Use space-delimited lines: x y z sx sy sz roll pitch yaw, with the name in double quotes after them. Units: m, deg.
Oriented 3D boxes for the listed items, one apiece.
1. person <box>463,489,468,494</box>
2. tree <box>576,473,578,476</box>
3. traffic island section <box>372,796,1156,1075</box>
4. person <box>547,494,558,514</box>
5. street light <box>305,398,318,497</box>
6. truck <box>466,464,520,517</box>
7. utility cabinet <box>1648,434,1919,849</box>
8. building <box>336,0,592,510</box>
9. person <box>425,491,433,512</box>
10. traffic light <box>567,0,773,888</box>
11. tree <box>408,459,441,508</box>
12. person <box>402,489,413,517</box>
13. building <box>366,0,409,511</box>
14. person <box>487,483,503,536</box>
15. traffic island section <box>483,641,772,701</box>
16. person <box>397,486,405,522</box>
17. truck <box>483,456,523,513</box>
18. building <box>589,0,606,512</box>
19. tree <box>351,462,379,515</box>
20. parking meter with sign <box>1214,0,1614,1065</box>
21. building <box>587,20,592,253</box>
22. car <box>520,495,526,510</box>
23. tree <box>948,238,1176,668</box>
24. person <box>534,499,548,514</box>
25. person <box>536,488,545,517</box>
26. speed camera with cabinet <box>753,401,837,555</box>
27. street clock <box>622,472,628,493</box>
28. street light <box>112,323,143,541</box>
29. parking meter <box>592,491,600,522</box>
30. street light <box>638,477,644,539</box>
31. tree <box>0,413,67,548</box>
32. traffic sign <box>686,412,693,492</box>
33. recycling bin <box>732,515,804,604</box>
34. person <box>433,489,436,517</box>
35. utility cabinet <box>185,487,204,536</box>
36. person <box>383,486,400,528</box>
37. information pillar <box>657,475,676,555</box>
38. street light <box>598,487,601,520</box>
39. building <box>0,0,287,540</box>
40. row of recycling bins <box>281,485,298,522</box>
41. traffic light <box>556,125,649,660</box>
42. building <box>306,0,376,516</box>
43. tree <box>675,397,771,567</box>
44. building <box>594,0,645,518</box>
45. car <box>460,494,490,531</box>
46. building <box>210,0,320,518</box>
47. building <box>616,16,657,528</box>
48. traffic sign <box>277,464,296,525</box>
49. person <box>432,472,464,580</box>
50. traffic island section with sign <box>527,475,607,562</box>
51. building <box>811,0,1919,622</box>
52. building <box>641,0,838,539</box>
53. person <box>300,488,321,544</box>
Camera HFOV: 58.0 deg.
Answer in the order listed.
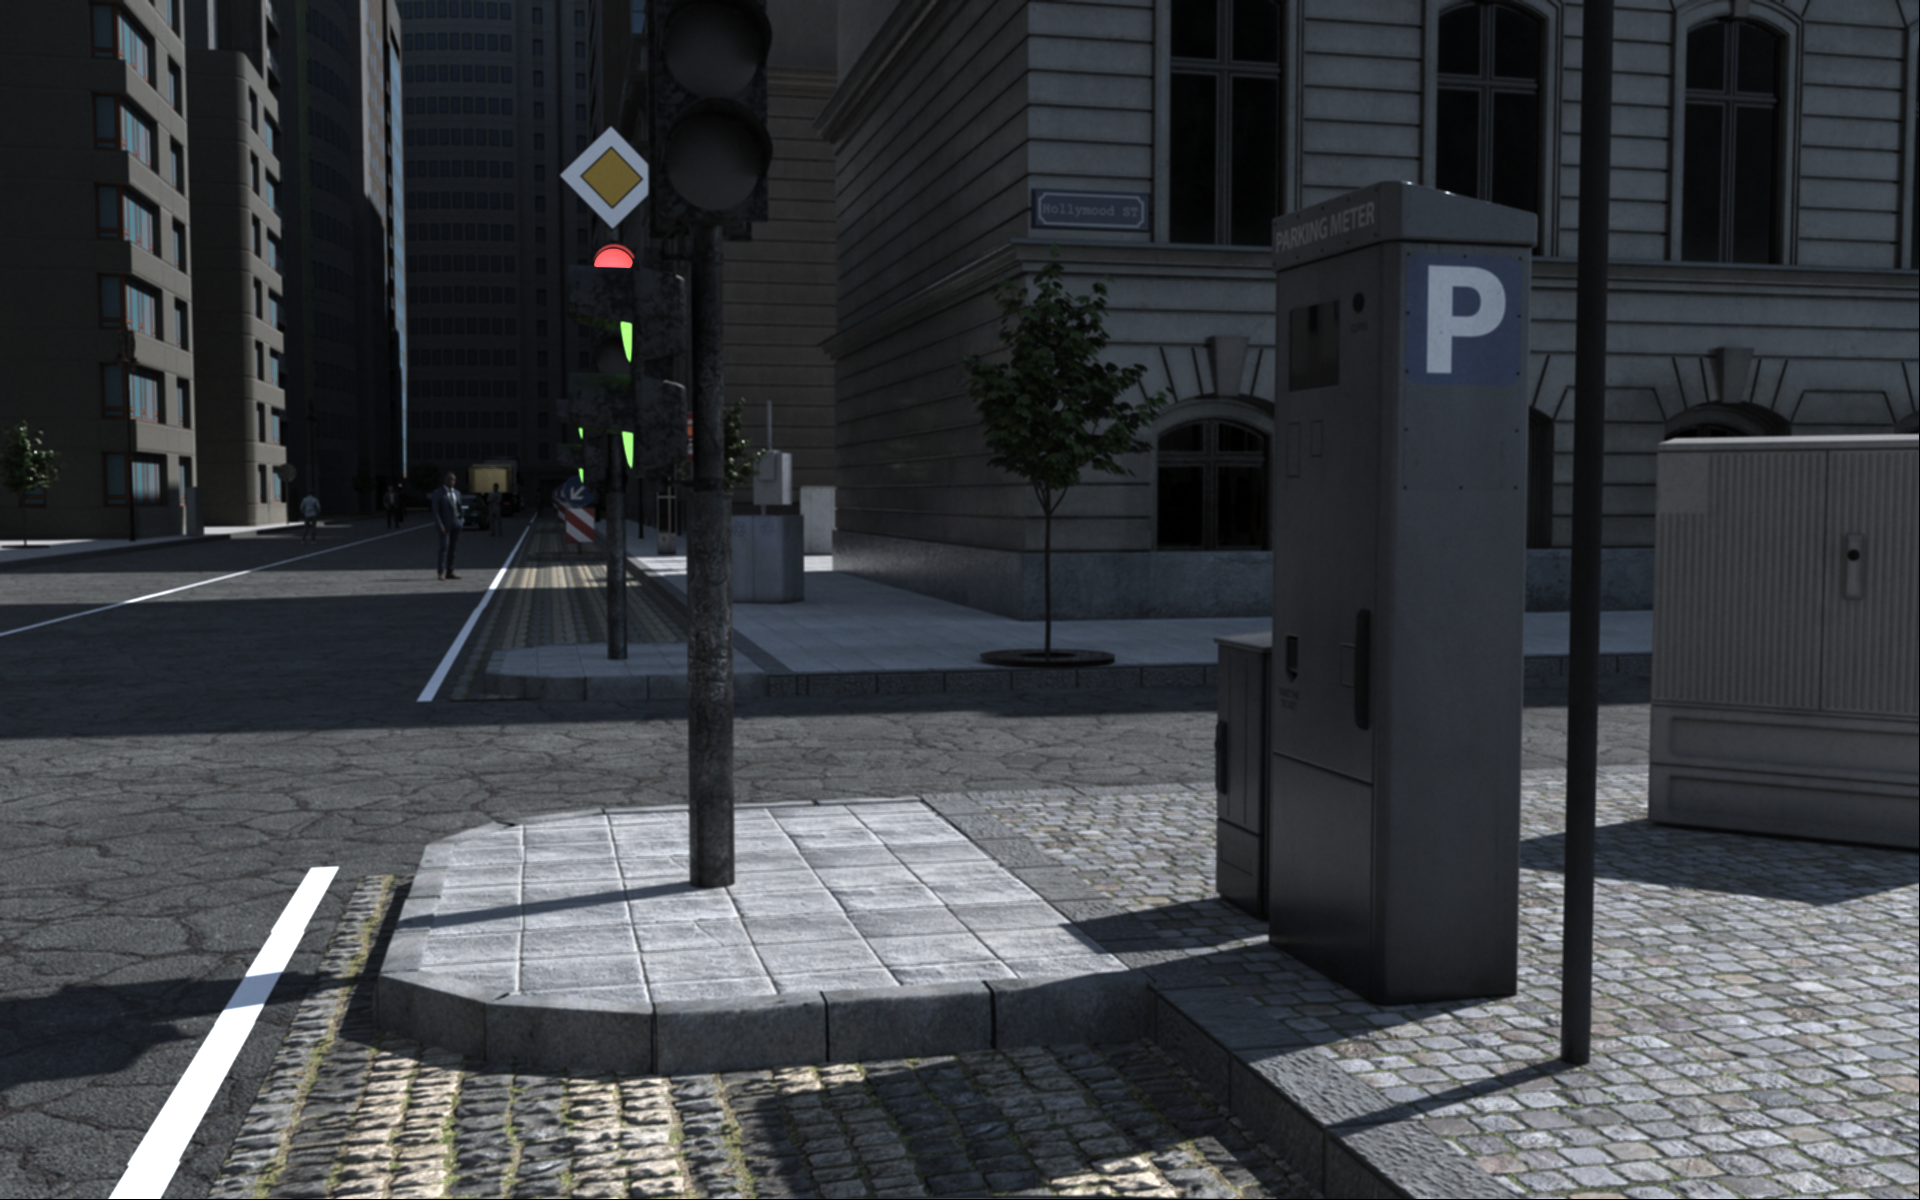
-40.061 -8.053 140.263 1.348 1.812 0.705 0 4 -1 "person"
-34.960 -10.014 158.328 1.663 3.219 1.824 0 3 0 "tree"
-0.794 1.013 5.712 2.009 0.180 2.903 -1 4 -13 "traffic island section"
-29.172 -6.894 124.400 0.628 1.438 0.799 2 4 30 "person"
-31.130 -6.758 83.280 0.468 5.910 1.993 -1 4 -13 "street light"
-29.918 -7.025 110.777 3.469 3.379 9.791 -1 4 -14 "truck"
3.212 0.138 6.415 1.173 1.500 0.318 2 4 34 "utility cabinet"
-47.009 -38.845 177.109 28.212 58.520 21.231 -1 4 -13 "building"
-41.949 -7.799 136.945 0.756 1.711 0.436 -3 4 -36 "person"
-0.835 -1.019 5.588 0.839 4.253 0.868 -1 4 -13 "traffic light"
-49.263 -10.744 159.375 4.285 4.588 4.351 0 3 0 "tree"
-35.078 -6.117 109.038 1.217 1.766 0.721 -1 4 -11 "person"
-54.986 -30.371 146.677 14.200 45.320 14.600 -1 4 -13 "building"
-15.870 -3.083 59.083 0.511 1.800 0.466 0 4 -7 "person"
-2.642 0.538 13.481 2.009 0.180 2.903 -1 4 -13 "traffic island section"
-28.393 -4.846 87.688 0.705 1.831 1.348 0 4 6 "person"
-35.453 -8.900 134.431 2.839 4.237 11.283 -1 4 -13 "truck"
-18.134 -31.428 137.546 21.300 48.544 21.600 -1 4 -13 "building"
-36.361 -6.807 105.900 1.663 3.219 1.824 0 3 0 "tree"
1.177 -0.512 4.626 0.543 3.016 1.738 -1 4 -15 "parking meter with sign"
-25.892 -28.814 154.703 14.154 41.232 14.086 -1 4 -13 "building"
-39.945 -8.735 155.184 2.083 1.381 4.827 -1 4 -15 "car"
0.808 -1.137 13.189 1.663 3.219 1.824 0 3 0 "tree"
-30.604 -7.007 126.323 1.065 1.426 0.557 -1 4 -10 "person"
-26.632 -6.189 109.698 0.705 1.824 1.348 -2 4 -32 "person"
-3.329 -2.590 36.684 2.038 3.252 0.660 1 4 17 "speed camera with cabinet"
-10.991 -3.152 56.103 0.358 2.002 0.471 2 4 30 "street clock"
-22.572 -4.543 47.071 0.468 5.910 1.993 -1 4 -13 "street light"
-16.741 -4.354 79.591 0.372 1.533 0.369 0 3 0 "parking meter"
-9.200 -4.710 49.798 0.468 5.910 1.993 -1 4 -13 "street light"
-22.306 -2.855 41.283 1.663 3.219 1.824 0 3 0 "tree"
-4.170 -1.647 27.032 0.768 2.556 0.104 -1 4 -9 "traffic sign"
-2.310 -0.492 20.606 0.722 1.027 0.722 1 4 17 "recycling bin"
-32.669 -6.080 108.437 0.750 1.759 0.617 1 4 10 "person"
-23.314 -2.694 52.733 0.318 1.500 1.173 -1 4 -14 "utility cabinet"
-23.833 -3.903 72.712 0.661 1.777 0.834 -3 5 -40 "person"
-6.213 -1.968 36.662 0.304 2.012 0.304 1 4 16 "information pillar"
-17.912 -6.911 85.783 0.468 5.910 1.993 -1 4 -13 "street light"
-40.119 -13.112 59.423 27.650 21.520 28.899 -1 4 -13 "building"
-31.853 -4.362 78.437 3.534 1.692 1.069 -1 4 -16 "row of recycling bins"
-2.684 -1.495 13.357 0.839 4.253 0.868 -1 4 -13 "traffic light"
-49.211 -34.590 107.544 21.231 58.520 28.212 -1 4 -13 "building"
-4.048 -2.145 29.669 1.663 3.219 1.824 0 3 0 "tree"
-13.546 -27.441 98.771 14.600 45.320 14.200 -1 4 -13 "building"
-19.804 -3.511 69.202 2.131 1.459 4.920 -1 4 -12 "car"
-41.383 -24.748 88.231 14.154 41.232 14.086 -1 4 -13 "building"
-8.451 -14.375 76.830 13.314 21.916 24.055 -1 4 -13 "building"
-28.194 -4.431 72.555 0.768 2.556 0.104 -1 4 -10 "traffic sign"
-8.623 -1.251 29.143 0.419 1.800 0.721 2 4 26 "person"
-8.337 -1.761 37.415 1.989 1.847 2.006 -1 4 -13 "traffic island section with sign"
15.907 -12.630 25.581 34.723 24.649 14.460 -1 4 -13 "building"
-2.982 -15.626 52.744 12.463 27.353 25.104 -1 4 -13 "building"
-18.670 -2.417 49.823 0.589 1.601 0.330 0 4 2 "person"
